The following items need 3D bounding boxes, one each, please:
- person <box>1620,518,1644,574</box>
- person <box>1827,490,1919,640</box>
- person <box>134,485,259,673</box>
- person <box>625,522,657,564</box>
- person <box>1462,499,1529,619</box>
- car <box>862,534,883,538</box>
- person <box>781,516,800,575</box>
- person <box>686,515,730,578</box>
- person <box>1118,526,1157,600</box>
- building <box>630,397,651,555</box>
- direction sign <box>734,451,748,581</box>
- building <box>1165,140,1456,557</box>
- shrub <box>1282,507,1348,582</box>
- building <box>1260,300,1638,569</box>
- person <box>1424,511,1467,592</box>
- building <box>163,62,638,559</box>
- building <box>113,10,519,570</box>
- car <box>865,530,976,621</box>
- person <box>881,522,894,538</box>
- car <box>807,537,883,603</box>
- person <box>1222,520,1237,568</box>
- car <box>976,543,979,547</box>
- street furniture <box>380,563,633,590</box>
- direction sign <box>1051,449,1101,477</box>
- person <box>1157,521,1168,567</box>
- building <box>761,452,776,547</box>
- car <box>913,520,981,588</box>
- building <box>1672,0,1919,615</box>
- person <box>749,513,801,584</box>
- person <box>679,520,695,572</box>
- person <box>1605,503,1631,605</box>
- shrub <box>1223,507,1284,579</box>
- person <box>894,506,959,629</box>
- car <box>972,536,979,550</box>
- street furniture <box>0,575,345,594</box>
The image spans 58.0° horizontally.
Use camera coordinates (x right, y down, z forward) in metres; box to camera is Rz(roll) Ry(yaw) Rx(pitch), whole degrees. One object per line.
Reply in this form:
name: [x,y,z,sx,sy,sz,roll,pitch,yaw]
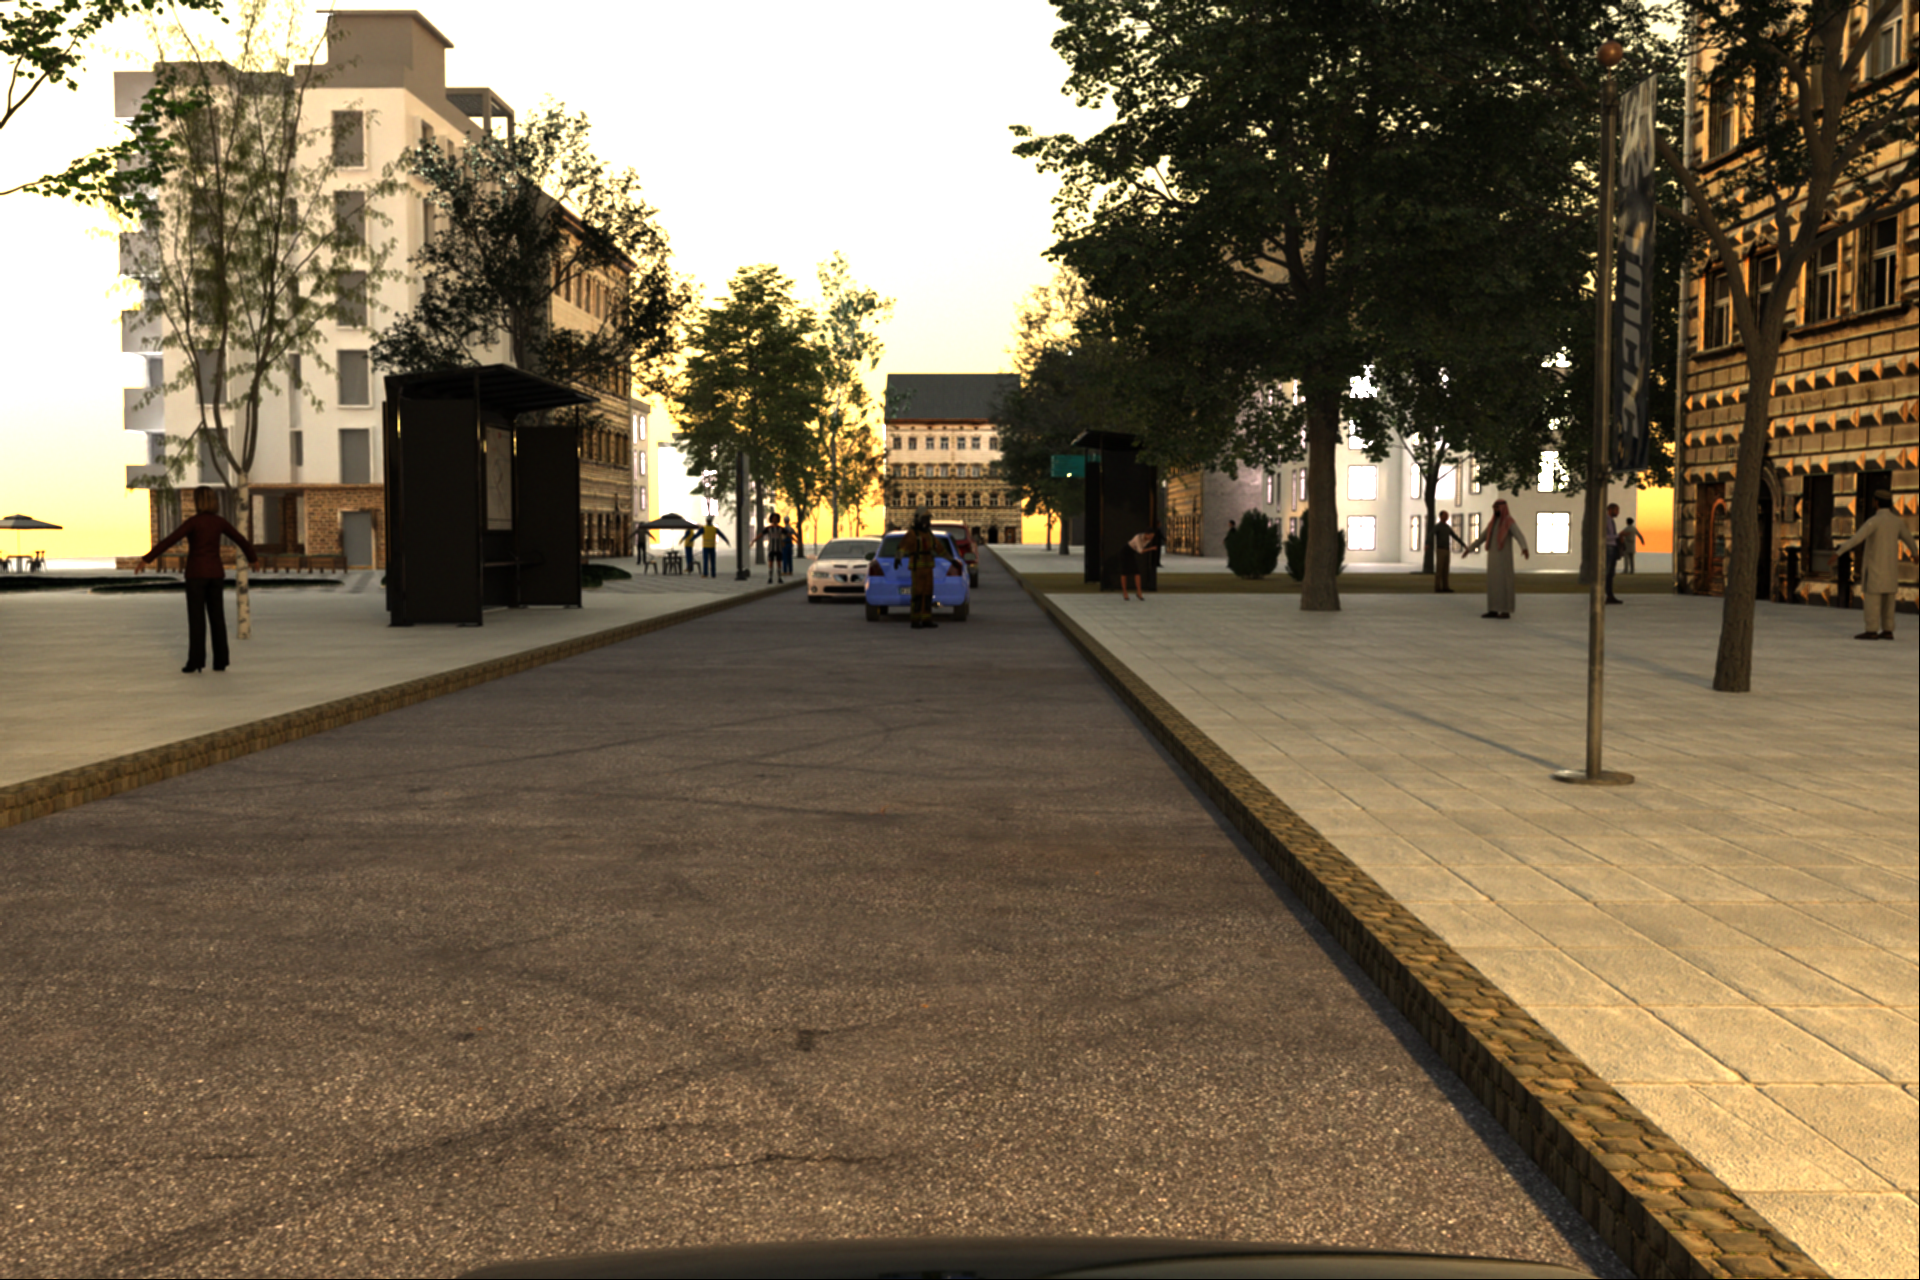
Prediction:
person: [21.557,-3.037,55.842,1.347,1.806,0.705,-1,4,-19]
person: [11.181,-0.917,21.085,1.344,1.819,0.704,-1,4,-17]
person: [-7.076,-0.571,16.145,0.721,1.729,1.215,3,4,36]
person: [-13.518,-4.119,73.478,1.348,1.813,0.705,-1,4,-22]
person: [8.209,-1.239,26.411,0.704,1.811,1.347,-2,4,-27]
car: [-2.713,-2.927,58.075,2.015,1.641,3.980,0,4,0]
person: [-5.394,-2.934,53.833,0.705,1.847,1.347,3,5,39]
person: [-7.359,-2.739,50.752,1.349,1.833,0.705,-2,4,-25]
person: [3.448,-1.482,33.469,0.799,1.438,0.628,1,4,13]
building: [-24.555,-10.415,112.425,9.099,9.664,28.070,0,3,0]
direction sign: [-6.064,-3.416,47.853,0.379,3.537,0.876,0,4,1]
building: [22.702,-16.705,104.058,19.493,23.208,18.063,0,4,1]
shrub: [8.830,-2.370,43.170,1.690,2.028,1.600,0,3,0]
building: [20.119,-8.207,76.325,9.099,9.664,28.070,0,3,0]
person: [10.644,-1.946,38.090,1.348,1.796,0.705,-2,4,-32]
building: [-27.856,-15.740,88.275,19.493,23.208,18.063,0,4,1]
building: [-24.648,-12.699,64.044,16.016,20.090,11.380,0,4,1]
car: [-0.692,-1.234,29.775,1.945,1.707,3.694,0,4,1]
person: [-2.183,-2.844,55.092,1.348,1.813,0.705,3,4,39]
car: [-2.249,-1.552,37.738,2.083,1.381,4.827,0,4,0]
person: [10.312,-3.652,65.889,0.705,1.806,1.347,-1,4,-11]
car: [-0.314,-3.355,66.657,2.131,1.459,4.920,0,4,-1]
street furniture: [-11.359,-1.769,44.548,5.734,0.657,10.072,0,4,-2]
direction sign: [3.988,-3.851,51.727,2.525,3.948,1.411,0,4,1]
person: [7.769,-3.766,67.793,0.704,1.802,1.346,-1,4,-16]
building: [-24.519,-15.100,189.031,9.099,9.664,28.070,0,3,0]
car: [-0.539,-2.395,47.832,2.281,1.827,5.304,0,4,-1]
building: [24.424,-12.005,27.204,19.493,23.208,18.063,0,4,0]
person: [-4.795,-2.372,44.928,1.345,1.843,0.704,-1,4,-10]
person: [-9.271,-3.201,58.806,0.721,1.772,1.216,1,4,12]
person: [11.937,-1.566,31.518,0.599,1.838,0.709,3,5,40]
shrub: [8.335,-2.764,49.229,1.661,2.075,1.752,0,3,0]
person: [-0.559,-1.110,26.373,0.705,1.858,1.354,3,5,43]
car: [0.310,-6.222,114.314,1.945,1.354,3.894,0,4,0]
street furniture: [-30.043,-2.340,43.290,27.439,1.986,14.083,2,4,25]
